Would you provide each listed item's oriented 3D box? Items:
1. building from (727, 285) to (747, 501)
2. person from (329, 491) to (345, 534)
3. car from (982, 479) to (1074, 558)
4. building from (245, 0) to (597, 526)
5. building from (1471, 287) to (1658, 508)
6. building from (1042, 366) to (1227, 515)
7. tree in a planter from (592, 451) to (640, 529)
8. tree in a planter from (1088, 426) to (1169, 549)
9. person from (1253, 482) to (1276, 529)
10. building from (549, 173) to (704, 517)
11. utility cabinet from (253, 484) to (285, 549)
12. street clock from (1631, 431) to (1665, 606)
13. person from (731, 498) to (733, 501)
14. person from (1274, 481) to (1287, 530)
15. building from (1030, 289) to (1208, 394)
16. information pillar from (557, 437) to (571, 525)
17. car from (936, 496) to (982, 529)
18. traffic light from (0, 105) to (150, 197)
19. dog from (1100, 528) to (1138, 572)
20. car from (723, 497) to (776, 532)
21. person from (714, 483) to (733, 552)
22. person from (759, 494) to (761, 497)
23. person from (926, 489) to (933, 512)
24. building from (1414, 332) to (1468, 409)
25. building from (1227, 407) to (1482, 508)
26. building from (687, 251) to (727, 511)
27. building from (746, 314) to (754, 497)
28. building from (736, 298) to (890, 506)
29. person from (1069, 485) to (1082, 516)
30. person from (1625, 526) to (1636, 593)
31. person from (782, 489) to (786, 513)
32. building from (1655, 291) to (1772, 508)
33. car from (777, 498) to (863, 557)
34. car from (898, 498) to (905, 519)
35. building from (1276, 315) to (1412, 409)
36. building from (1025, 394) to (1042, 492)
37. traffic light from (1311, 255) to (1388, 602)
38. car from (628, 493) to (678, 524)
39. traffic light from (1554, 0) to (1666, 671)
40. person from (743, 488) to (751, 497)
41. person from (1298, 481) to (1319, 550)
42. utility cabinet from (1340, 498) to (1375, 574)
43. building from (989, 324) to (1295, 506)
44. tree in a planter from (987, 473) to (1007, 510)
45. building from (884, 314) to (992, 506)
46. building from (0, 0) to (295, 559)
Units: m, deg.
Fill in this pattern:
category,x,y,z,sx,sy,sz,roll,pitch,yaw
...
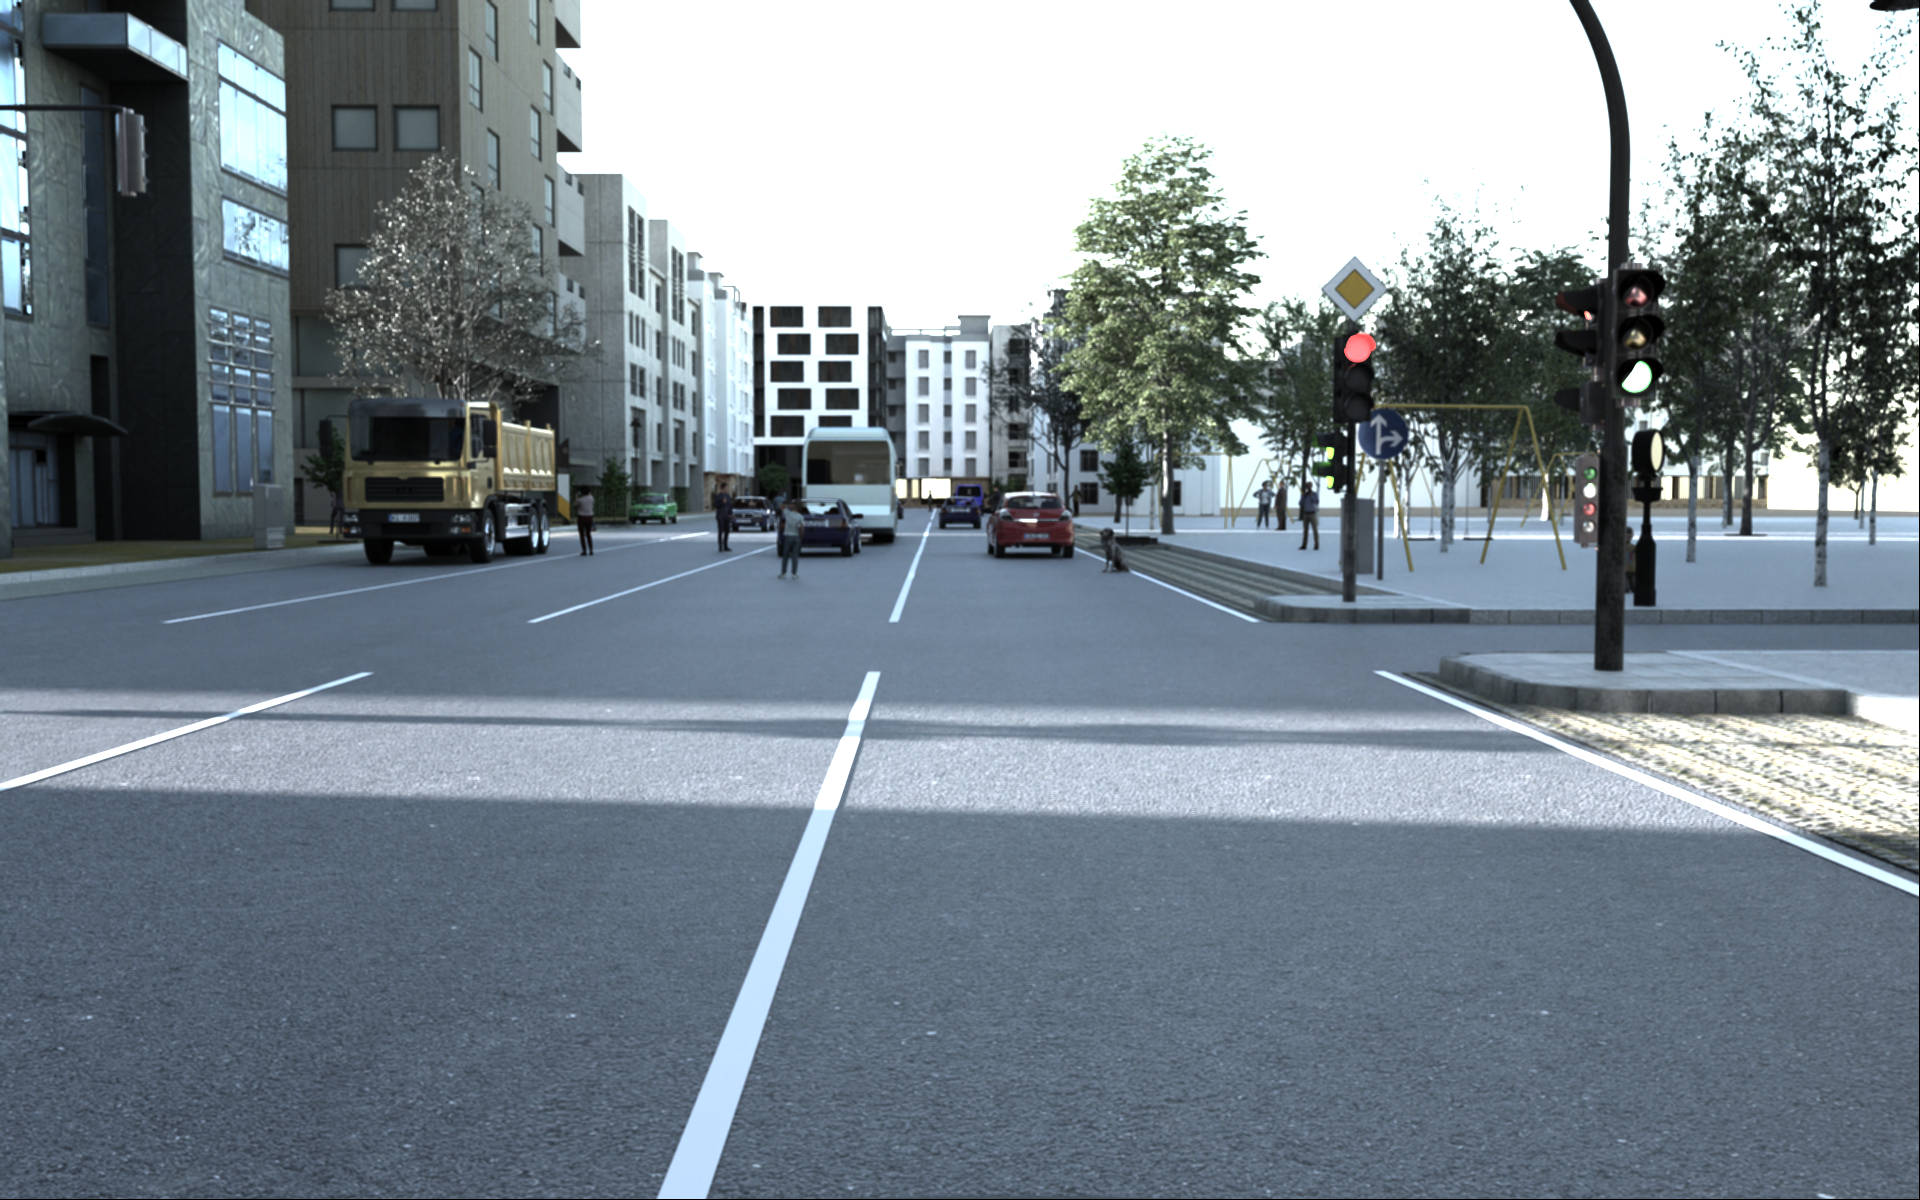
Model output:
category,x,y,z,sx,sy,sz,roll,pitch,yaw
building,-26.800,-17.648,144.958,16.016,20.091,11.380,0,4,-1
person,-20.015,-3.016,55.807,0.683,1.767,0.568,0,4,-4
car,1.601,-1.915,40.350,2.155,1.783,4.494,0,4,-2
building,-33.169,-30.028,80.194,28.713,52.752,27.495,0,4,-1
building,56.368,-18.757,163.094,11.380,20.091,16.016,0,4,-1
building,11.166,-10.760,118.069,9.099,9.664,28.070,0,4,-1
tree in a planter,-14.407,-4.577,72.064,1.991,3.239,1.994,0,4,-1
tree in a planter,4.391,-2.945,45.365,1.991,3.239,1.994,0,4,-1
person,11.114,-3.454,63.236,0.841,1.734,0.376,0,4,4
building,-27.087,-14.975,111.305,16.747,18.905,31.486,0,4,-1
utility cabinet,-16.025,-1.928,40.197,0.318,1.500,1.173,0,4,-2
street clock,7.866,-0.934,19.840,0.358,2.002,0.471,3,5,41
person,-13.765,-5.607,100.994,1.217,1.723,0.721,0,4,0
person,11.270,-3.328,61.011,0.434,1.755,0.990,2,4,31
building,14.803,-18.904,165.498,16.016,20.091,11.380,0,4,-1
information pillar,-16.348,-4.900,71.465,0.504,3.616,0.183,-1,4,-17
car,-0.014,-3.673,72.637,1.945,1.354,3.894,0,4,-1
traffic light,-12.026,-2.796,20.377,4.771,5.953,1.251,0,4,-1
dog,2.976,-0.917,31.838,0.800,0.831,0.513,0,4,5
car,-8.080,-3.299,66.512,1.945,1.354,3.894,0,3,0
person,-5.914,-2.073,43.310,0.541,1.710,0.530,-2,4,-32
person,-15.170,-7.292,130.983,1.065,1.426,0.557,2,4,26
person,-2.473,-8.121,141.279,0.705,1.824,1.348,1,4,19
building,53.027,-20.330,188.812,11.380,20.091,16.016,0,4,-1
building,36.349,-13.772,167.318,28.070,9.664,9.099,0,4,-1
building,-26.826,-16.896,132.665,16.016,20.091,11.380,0,4,-1
building,-25.520,-18.744,162.879,11.380,20.091,16.016,0,4,-1
building,-24.481,-21.410,194.035,32.646,21.610,27.936,0,4,-1
person,6.775,-5.824,101.359,0.705,1.812,1.348,-2,4,-35
person,8.693,-0.522,22.495,0.347,0.859,0.695,1,4,13
person,-13.124,-7.364,128.886,0.705,1.826,1.348,-1,4,-9
building,67.739,-18.813,164.013,11.380,20.091,16.016,0,4,-1
car,-3.295,-1.734,40.929,1.945,1.354,3.894,0,4,1
car,-4.168,-5.383,100.590,1.945,1.354,3.894,0,4,-1
building,41.309,-20.343,189.028,11.380,20.091,16.016,0,4,-1
building,10.719,-12.473,146.084,9.099,9.664,28.070,0,4,-1
traffic light,4.624,-1.934,20.541,0.839,4.253,0.868,0,4,-1
car,-14.650,-4.527,82.820,1.959,1.807,4.718,0,4,1
traffic light,2.621,-2.307,12.392,4.771,5.953,1.251,0,4,-1
person,-13.539,-6.188,109.652,0.705,1.826,1.348,-3,4,-36
person,8.089,-1.954,40.057,0.319,1.574,0.516,-3,5,-45
utility cabinet,6.487,-1.046,28.266,0.306,1.237,1.020,0,4,-3
building,19.026,-19.716,188.813,31.486,18.905,16.747,0,4,-1
tree in a planter,3.233,-9.346,150.024,1.991,3.239,1.994,0,4,-1
building,-2.406,-20.318,188.616,11.380,20.091,16.016,0,4,-1
building,-30.074,-44.283,36.706,22.319,86.520,31.000,0,4,-1
